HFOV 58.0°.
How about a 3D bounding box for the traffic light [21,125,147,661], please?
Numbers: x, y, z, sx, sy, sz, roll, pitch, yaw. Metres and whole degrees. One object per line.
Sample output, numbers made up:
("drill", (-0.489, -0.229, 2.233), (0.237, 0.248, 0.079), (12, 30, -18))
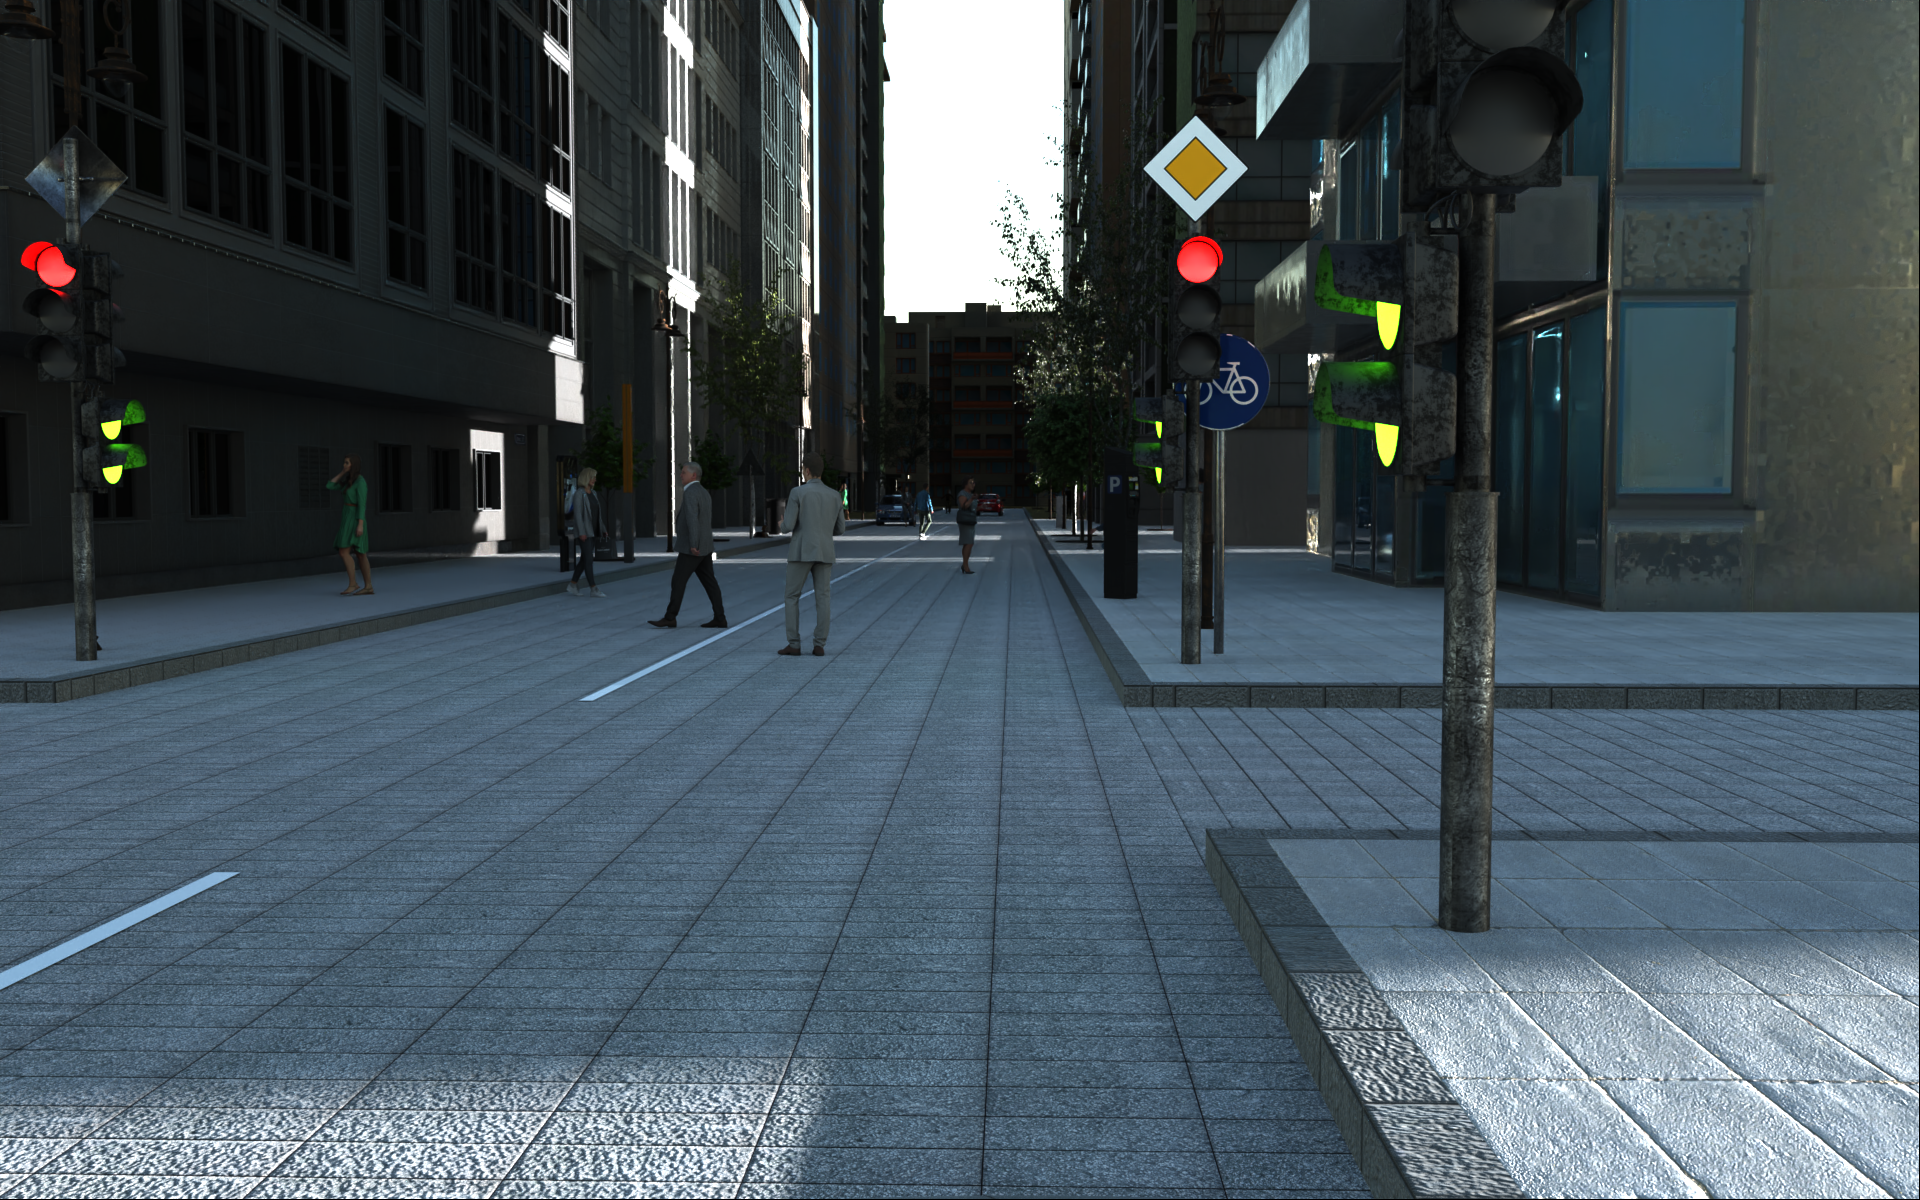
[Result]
("traffic light", (-6.727, -1.488, 13.253), (0.839, 4.253, 0.868), (0, 4, 2))

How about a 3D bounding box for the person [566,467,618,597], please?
("person", (-5.191, -0.953, 24.262), (0.728, 1.800, 0.709), (2, 4, 24))

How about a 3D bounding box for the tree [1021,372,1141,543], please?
("tree", (3.262, -3.823, 46.221), (4.285, 4.588, 4.351), (0, 3, 0))

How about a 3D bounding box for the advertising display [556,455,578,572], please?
("advertising display", (-6.529, -1.444, 28.823), (0.123, 1.923, 0.974), (0, 4, 1))

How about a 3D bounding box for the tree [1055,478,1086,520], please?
("tree", (5.981, -5.664, 87.206), (1.663, 3.219, 1.824), (0, 3, 0))

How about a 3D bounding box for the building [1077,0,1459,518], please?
("building", (19.456, -30.512, 118.485), (23.786, 49.044, 30.456), (0, 4, 2))

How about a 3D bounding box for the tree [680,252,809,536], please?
("tree", (-6.345, -6.250, 52.553), (4.737, 8.622, 4.395), (0, 3, 0))

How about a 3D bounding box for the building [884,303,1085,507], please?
("building", (2.675, -20.995, 188.312), (28.899, 21.520, 27.650), (0, 4, 2))

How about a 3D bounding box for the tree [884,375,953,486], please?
("tree", (-4.408, -12.336, 136.109), (8.767, 10.594, 7.601), (1, 4, 11))

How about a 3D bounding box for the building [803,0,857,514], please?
("building", (-14.088, -28.091, 109.399), (14.600, 45.320, 14.200), (0, 4, 2))

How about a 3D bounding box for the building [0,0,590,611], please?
("building", (-15.568, -14.250, 26.501), (14.314, 27.812, 24.014), (0, 4, 2))

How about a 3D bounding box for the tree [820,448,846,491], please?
("tree", (-5.755, -4.808, 73.218), (1.663, 3.219, 1.824), (0, 3, 0))

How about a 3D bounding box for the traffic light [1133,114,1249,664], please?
("traffic light", (1.730, -1.473, 13.000), (0.839, 4.253, 0.868), (0, 4, 2))

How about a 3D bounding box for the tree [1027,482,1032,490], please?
("tree", (6.678, -9.296, 146.597), (1.663, 3.219, 1.824), (0, 3, 0))

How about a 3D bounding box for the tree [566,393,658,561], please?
("tree", (-6.765, -2.363, 33.243), (1.663, 3.219, 1.824), (0, 3, 0))

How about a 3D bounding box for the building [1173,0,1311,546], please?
("building", (13.010, -22.316, 48.462), (14.154, 41.232, 14.086), (0, 4, 2))

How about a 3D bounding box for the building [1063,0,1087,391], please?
("building", (22.541, -34.127, 147.210), (28.713, 52.752, 27.495), (0, 4, 2))

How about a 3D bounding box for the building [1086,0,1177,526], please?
("building", (16.095, -38.808, 72.764), (20.563, 71.187, 20.611), (0, 4, 2))

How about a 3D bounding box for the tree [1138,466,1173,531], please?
("tree", (7.200, -4.045, 60.738), (1.663, 3.219, 1.824), (0, 3, 0))

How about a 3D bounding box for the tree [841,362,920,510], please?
("tree", (-4.399, -8.935, 96.456), (4.360, 8.622, 3.978), (0, 3, 0))

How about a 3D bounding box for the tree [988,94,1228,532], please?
("tree", (2.680, -4.953, 31.339), (4.360, 8.622, 3.978), (0, 3, 0))

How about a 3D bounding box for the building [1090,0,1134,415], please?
("building", (14.495, -27.282, 96.166), (14.600, 45.320, 14.200), (0, 4, 2))

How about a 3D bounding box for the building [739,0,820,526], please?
("building", (-13.476, -15.915, 78.234), (12.078, 24.808, 19.932), (0, 4, 2))

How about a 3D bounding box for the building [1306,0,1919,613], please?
("building", (20.059, -24.884, 26.469), (30.456, 49.044, 23.786), (0, 4, 2))

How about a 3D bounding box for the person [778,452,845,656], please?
("person", (-1.364, -0.413, 15.460), (0.606, 1.804, 0.583), (-3, 4, -38))

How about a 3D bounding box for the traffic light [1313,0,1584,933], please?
("traffic light", (1.476, -0.985, 5.019), (0.839, 4.253, 0.868), (0, 4, 2))

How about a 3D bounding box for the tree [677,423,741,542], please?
("tree", (-6.884, -3.198, 46.886), (1.663, 3.219, 1.824), (0, 3, 0))

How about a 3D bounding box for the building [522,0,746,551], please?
("building", (-14.452, -16.868, 53.279), (11.434, 29.767, 29.804), (0, 4, 2))

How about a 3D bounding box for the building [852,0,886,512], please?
("building", (-12.896, -26.912, 123.609), (14.154, 41.232, 14.086), (0, 4, 2))

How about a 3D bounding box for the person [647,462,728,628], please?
("person", (-2.910, -0.587, 18.503), (0.834, 1.777, 0.661), (0, 4, 1))

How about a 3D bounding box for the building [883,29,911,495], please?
("building", (-19.347, -30.395, 151.575), (28.867, 44.769, 22.147), (0, 4, 2))

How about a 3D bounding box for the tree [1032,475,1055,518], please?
("tree", (5.102, -5.997, 92.655), (1.663, 3.219, 1.824), (0, 3, 0))
